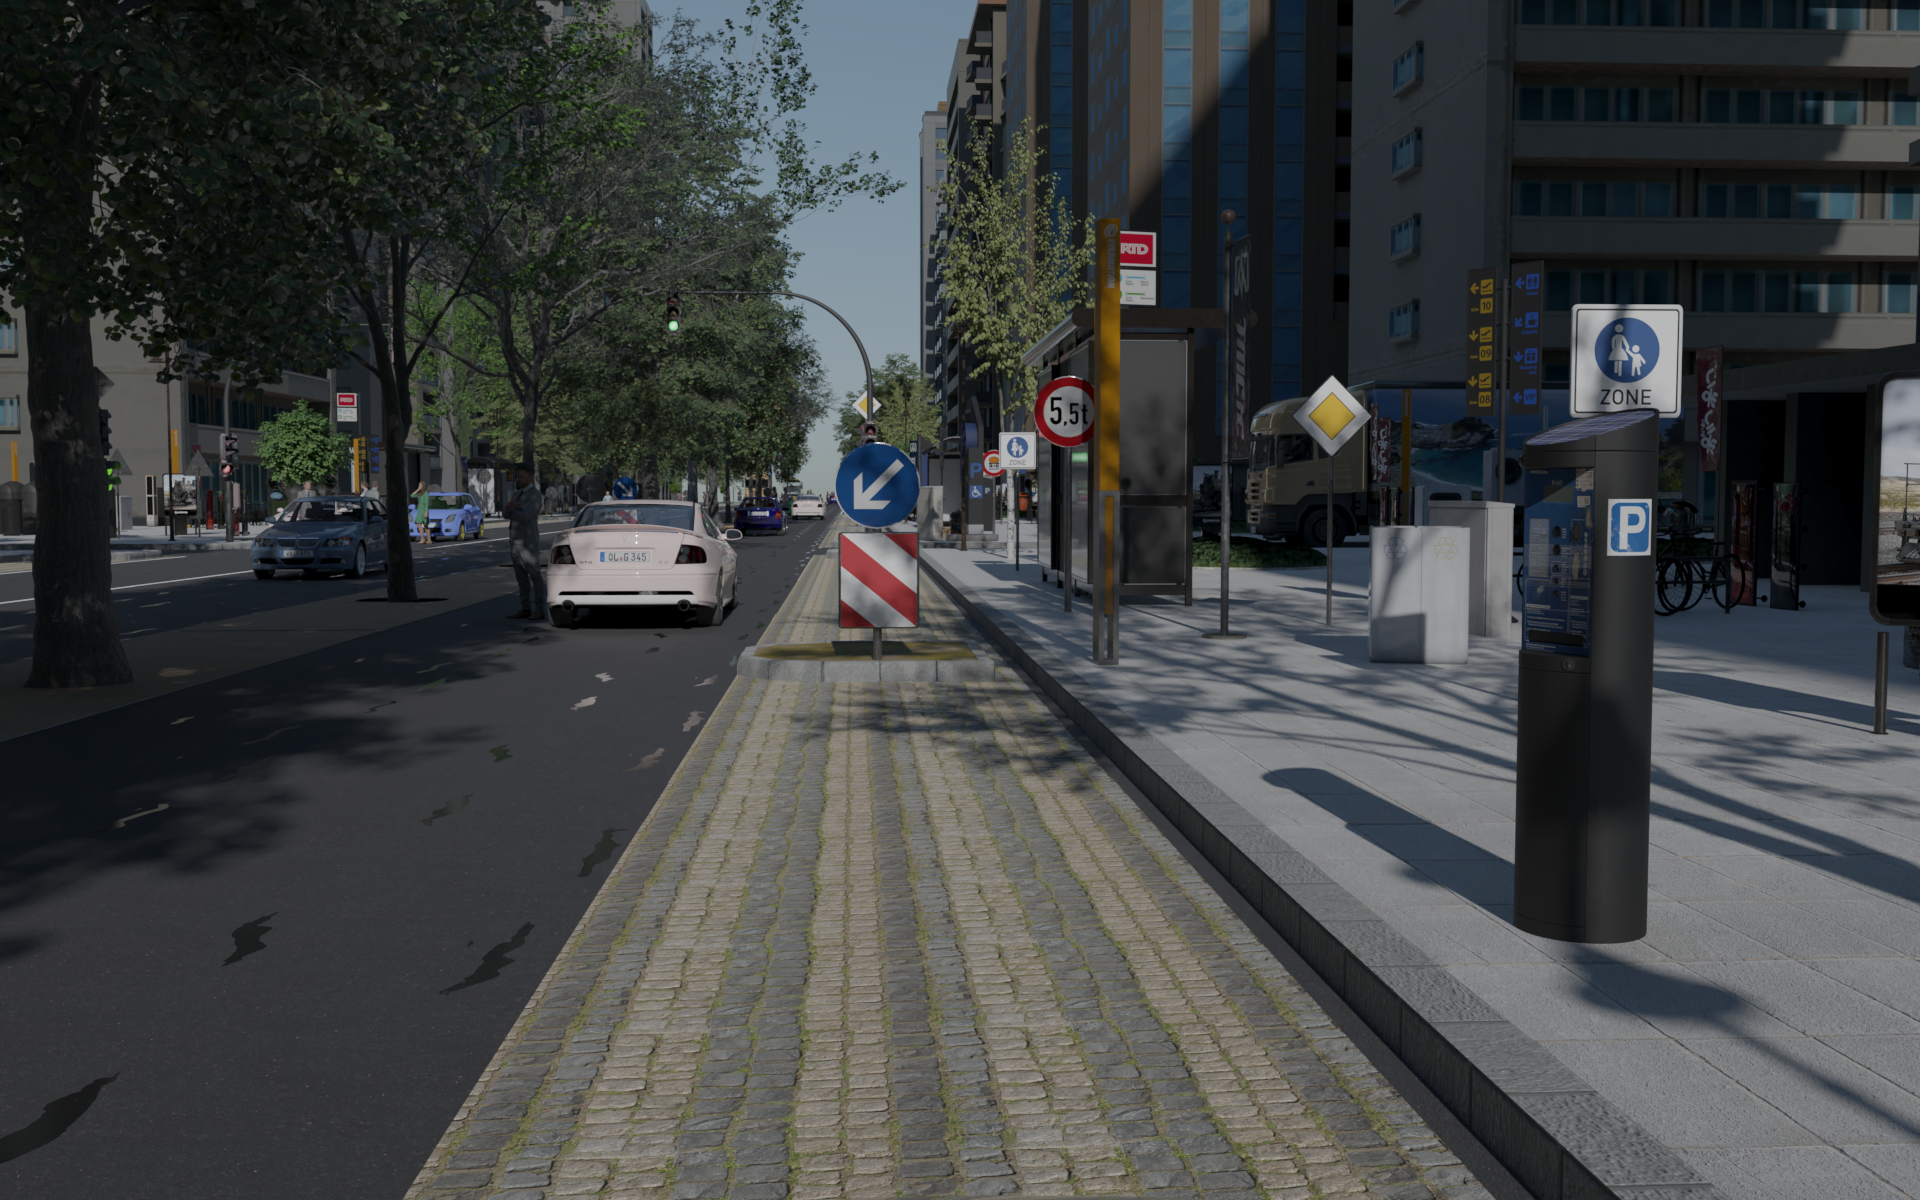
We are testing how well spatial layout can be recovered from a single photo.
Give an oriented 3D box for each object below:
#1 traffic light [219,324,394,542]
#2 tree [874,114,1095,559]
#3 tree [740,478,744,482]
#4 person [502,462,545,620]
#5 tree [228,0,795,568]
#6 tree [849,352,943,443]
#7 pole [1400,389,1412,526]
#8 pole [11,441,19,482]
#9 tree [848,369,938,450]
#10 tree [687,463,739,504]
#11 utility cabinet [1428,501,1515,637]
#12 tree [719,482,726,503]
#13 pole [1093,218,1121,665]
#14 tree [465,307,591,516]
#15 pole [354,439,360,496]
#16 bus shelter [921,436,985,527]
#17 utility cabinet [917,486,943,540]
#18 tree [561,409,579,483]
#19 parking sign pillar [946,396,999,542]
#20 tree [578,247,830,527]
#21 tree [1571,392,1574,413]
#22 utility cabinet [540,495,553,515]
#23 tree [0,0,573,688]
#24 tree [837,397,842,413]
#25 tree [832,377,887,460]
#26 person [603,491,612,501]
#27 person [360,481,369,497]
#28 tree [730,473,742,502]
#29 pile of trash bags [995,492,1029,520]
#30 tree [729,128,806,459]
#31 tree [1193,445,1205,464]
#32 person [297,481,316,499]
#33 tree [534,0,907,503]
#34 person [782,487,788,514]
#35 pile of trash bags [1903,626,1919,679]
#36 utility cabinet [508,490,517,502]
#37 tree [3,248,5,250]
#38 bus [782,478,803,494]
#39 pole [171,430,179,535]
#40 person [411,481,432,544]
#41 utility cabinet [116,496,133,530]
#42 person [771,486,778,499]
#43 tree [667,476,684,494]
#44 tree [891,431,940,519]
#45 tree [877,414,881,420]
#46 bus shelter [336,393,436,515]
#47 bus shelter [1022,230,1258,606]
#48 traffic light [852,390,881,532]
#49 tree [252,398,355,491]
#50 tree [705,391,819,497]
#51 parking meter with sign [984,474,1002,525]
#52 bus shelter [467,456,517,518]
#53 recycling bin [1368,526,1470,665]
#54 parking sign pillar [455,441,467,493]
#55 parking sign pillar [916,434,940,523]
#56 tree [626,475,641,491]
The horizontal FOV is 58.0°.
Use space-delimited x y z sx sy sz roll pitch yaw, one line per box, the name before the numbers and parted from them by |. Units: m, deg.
traffic light | -17.341 -4.373 46.168 4.771 5.953 1.251 0 4 -4
tree | 1.162 -5.110 33.916 4.737 8.622 4.395 0 3 0
tree | -35.566 -21.236 265.341 7.486 12.596 7.792 0 3 0
person | -5.020 -0.681 19.811 0.511 1.800 0.466 2 4 29
tree | -8.468 -7.393 33.699 12.009 13.543 11.850 0 3 0
tree | -4.797 -13.505 138.927 7.486 12.596 7.792 0 3 0
pole | 8.708 -2.445 33.812 0.158 3.312 0.155 0 3 0
pole | -36.658 -4.488 67.224 0.158 3.312 0.155 0 3 0
tree | -5.000 -11.892 128.850 7.601 10.594 8.767 0 4 8
tree | -34.449 -19.365 234.750 7.486 12.596 7.792 0 3 0
utility cabinet | 4.723 -0.299 16.044 0.306 1.237 1.020 -1 4 -15
tree | -34.788 -15.863 253.955 1.663 3.219 1.824 0 3 0
pole | 1.098 -1.169 12.952 0.158 3.312 0.155 0 3 0
tree | -25.453 -11.260 102.235 7.486 12.596 7.792 0 3 0
pole | -22.306 -4.294 64.055 0.158 3.312 0.155 0 3 0
bus shelter | -0.295 -4.245 63.337 2.014 3.302 5.546 0 4 -4
utility cabinet | -0.844 -2.403 47.975 0.318 1.500 1.173 -2 4 -23
tree | -27.110 -13.413 136.308 9.611 12.733 9.660 0 3 0
parking sign pillar | 0.337 -3.594 47.239 1.447 3.967 1.447 -1 4 -9
tree | -10.645 -9.476 74.403 9.611 12.733 9.660 0 3 0
tree | 3.596 -4.623 1.340 9.928 11.665 9.643 0 3 0
utility cabinet | -25.685 -5.868 107.101 1.020 1.237 0.306 1 4 9
tree | -6.586 -6.323 12.497 9.857 13.997 8.962 0 3 0
tree | -11.532 -10.567 85.593 12.009 13.543 11.850 0 3 0
tree | -8.935 -16.993 184.484 9.857 13.997 8.962 0 3 0
person | -21.352 -5.794 105.041 0.589 1.601 0.330 0 4 -3
person | -18.200 -2.733 53.200 0.654 1.822 0.581 -2 4 -27
tree | -35.919 -19.820 274.426 4.737 8.622 4.395 0 3 0
pile of trash bags | 1.832 -4.639 85.595 3.447 1.369 1.912 1 4 17
tree | -9.031 -8.644 50.441 9.857 13.997 8.962 0 3 0
tree | 9.162 -4.500 68.183 1.663 3.219 1.824 0 3 0
person | -18.783 -2.523 49.847 0.767 1.812 0.694 3 5 43
tree | -8.666 -12.522 63.085 12.611 20.169 13.585 0 3 0
person | -9.770 -5.368 96.282 0.388 1.821 0.555 -1 4 -19
pile of trash bags | 7.903 -0.172 12.559 1.912 1.369 3.447 2 4 27
utility cabinet | -25.748 -5.652 101.089 1.173 1.500 0.318 -3 4 -38
tree | -20.171 -6.763 28.710 7.486 12.596 7.792 0 3 0
bus | -25.753 -16.898 267.831 2.896 3.916 12.252 0 4 -3
pole | -24.809 -3.728 54.798 0.158 3.312 0.155 0 3 0
person | -15.254 -2.479 49.287 0.600 1.795 0.529 3 5 39
utility cabinet | -29.951 -3.108 61.971 0.306 1.237 1.020 0 4 -5
person | -9.338 -4.793 86.873 0.388 1.821 0.555 2 4 26
tree | -30.314 -11.559 183.598 1.663 3.219 1.824 0 3 0
tree | -2.320 -6.504 90.052 4.285 4.588 4.351 0 3 0
tree | -6.032 -12.273 151.027 4.360 8.622 3.978 0 3 0
bus shelter | -23.721 -5.731 71.336 2.179 5.291 8.768 0 4 -3
bus shelter | 2.081 -2.829 23.885 2.179 5.291 8.768 0 4 -3
traffic light | -2.546 -3.556 47.061 0.839 4.253 0.868 0 4 -4
tree | -22.412 -4.597 58.871 4.285 4.588 4.351 0 3 0
tree | -12.884 -10.508 108.670 8.767 10.594 7.601 0 4 -4
parking meter with sign | 1.020 -4.655 72.371 1.738 3.016 0.543 -2 4 -29
bus shelter | -25.780 -6.184 95.028 2.014 3.302 5.546 0 4 -4
recycling bin | 3.542 -0.052 13.409 0.722 1.027 0.722 1 4 12
parking sign pillar | -25.629 -6.145 88.936 1.447 3.967 1.447 -1 4 -22
parking sign pillar | -1.239 -5.433 77.304 1.447 3.967 1.447 -1 4 -17
tree | -28.909 -9.704 153.257 1.663 3.219 1.824 0 3 0
